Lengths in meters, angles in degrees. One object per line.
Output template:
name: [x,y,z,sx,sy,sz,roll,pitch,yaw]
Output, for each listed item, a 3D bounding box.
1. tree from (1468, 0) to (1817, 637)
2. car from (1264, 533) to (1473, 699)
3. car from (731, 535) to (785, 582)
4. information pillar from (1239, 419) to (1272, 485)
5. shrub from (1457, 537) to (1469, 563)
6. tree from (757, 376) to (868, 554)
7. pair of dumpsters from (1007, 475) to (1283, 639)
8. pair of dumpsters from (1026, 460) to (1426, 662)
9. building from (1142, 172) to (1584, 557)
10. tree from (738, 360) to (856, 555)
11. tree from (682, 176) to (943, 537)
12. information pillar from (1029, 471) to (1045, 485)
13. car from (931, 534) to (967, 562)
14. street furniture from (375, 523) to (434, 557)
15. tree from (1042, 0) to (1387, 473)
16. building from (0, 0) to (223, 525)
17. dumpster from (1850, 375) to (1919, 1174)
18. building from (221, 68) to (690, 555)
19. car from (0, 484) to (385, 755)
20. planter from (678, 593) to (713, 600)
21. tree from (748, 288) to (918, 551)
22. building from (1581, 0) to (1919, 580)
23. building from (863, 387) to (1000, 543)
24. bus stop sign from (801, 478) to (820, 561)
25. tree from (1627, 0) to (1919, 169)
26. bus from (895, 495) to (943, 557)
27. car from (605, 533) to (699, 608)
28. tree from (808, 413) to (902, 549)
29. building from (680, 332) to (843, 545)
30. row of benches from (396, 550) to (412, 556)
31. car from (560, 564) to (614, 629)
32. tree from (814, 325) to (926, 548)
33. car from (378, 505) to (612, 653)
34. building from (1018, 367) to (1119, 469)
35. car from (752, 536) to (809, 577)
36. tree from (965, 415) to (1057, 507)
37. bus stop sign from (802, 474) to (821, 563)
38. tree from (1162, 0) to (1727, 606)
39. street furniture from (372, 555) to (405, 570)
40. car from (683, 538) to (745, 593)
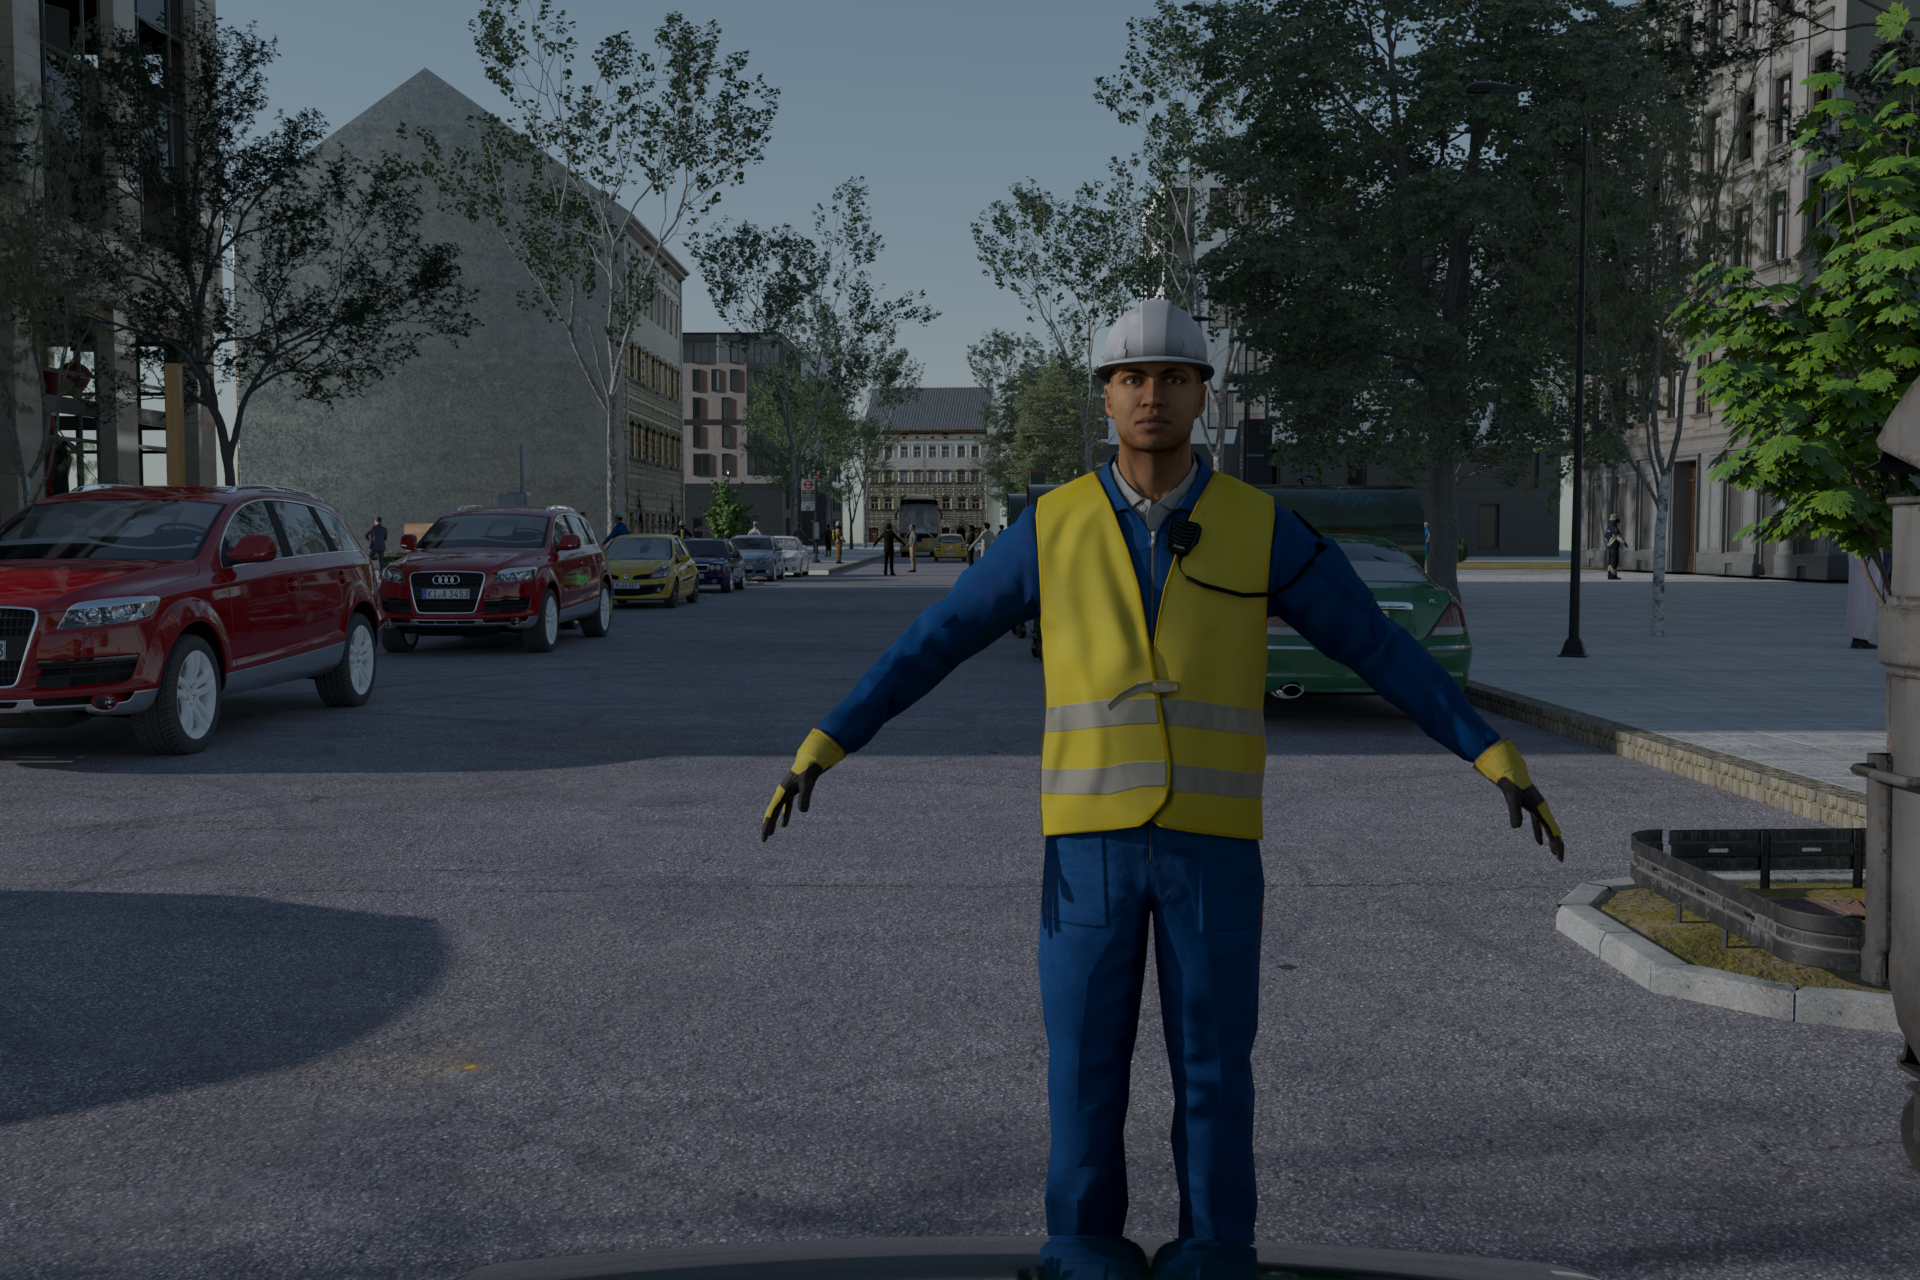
tree: [8.729,-4.332,21.188,4.360,8.622,3.978,0,3,0]
car: [2.860,-0.178,14.703,2.131,1.459,4.920,0,4,-1]
car: [-6.431,-2.545,53.616,2.014,1.417,4.499,0,4,0]
information pillar: [6.680,-3.048,39.205,0.750,3.857,0.750,0,3,0]
shrub: [22.297,-4.062,77.526,1.383,1.207,1.383,0,3,0]
tree: [-9.657,-11.515,114.019,9.928,11.665,9.643,0,3,0]
pair of dumpsters: [2.834,-1.178,24.215,4.436,2.255,1.574,0,4,-1]
pair of dumpsters: [2.931,-0.903,19.718,4.436,2.255,1.574,0,4,-1]
building: [25.641,-16.534,114.308,27.936,21.610,32.646,0,3,0]
tree: [-9.822,-10.939,104.613,9.928,11.665,9.643,0,3,0]
tree: [-7.787,-14.409,91.476,12.611,20.169,13.585,0,3,0]
information pillar: [3.208,-5.044,71.852,0.750,3.857,0.750,0,3,0]
car: [-0.510,-4.914,90.562,2.015,1.641,3.980,0,4,-1]
street furniture: [-22.514,-4.193,75.403,11.010,1.723,9.812,-3,4,-37]
tree: [9.050,-12.513,60.479,12.611,20.169,13.585,0,3,0]
building: [-30.718,-15.984,27.557,22.709,31.103,35.509,0,4,1]
dumpster: [2.884,0.299,3.327,1.865,1.857,1.264,0,4,-1]
building: [-25.255,-15.921,91.240,19.493,23.208,18.063,0,4,-1]
car: [-5.974,-0.259,12.911,2.281,1.827,5.304,0,4,0]
planter: [-6.550,-1.057,38.429,1.991,0.319,1.994,0,3,0]
tree: [-9.473,-16.760,129.913,12.611,20.169,13.585,0,3,0]
building: [26.993,-12.521,52.942,9.793,21.092,18.267,0,4,0]
building: [-3.927,-25.961,257.847,18.063,23.208,19.493,0,4,7]
bus stop sign: [-6.978,-5.646,81.014,0.855,3.939,0.416,0,4,0]
tree: [8.846,-4.714,11.489,8.767,10.594,7.601,2,4,25]
bus: [-2.532,-7.340,111.562,2.896,3.916,12.252,0,4,0]
car: [-6.326,-1.498,34.721,2.015,1.641,3.980,0,4,0]
tree: [-8.973,-13.408,144.982,9.928,11.665,9.643,0,3,0]
building: [-28.278,-21.273,191.787,27.936,21.610,32.646,0,4,1]
row of benches: [-20.078,-3.232,68.308,4.104,0.672,1.422,-1,4,-15]
car: [-6.599,-1.077,27.204,1.945,1.707,3.694,0,4,0]
tree: [-10.221,-18.523,158.746,12.611,20.169,13.585,0,3,0]
car: [-5.945,-0.854,22.633,2.281,1.827,5.304,0,4,0]
building: [21.517,-23.514,228.421,27.936,21.610,32.646,0,4,0]
car: [-6.180,-2.847,58.913,2.083,1.381,4.827,0,4,0]
tree: [5.626,-15.490,163.637,12.009,13.543,11.850,0,3,0]
bus stop sign: [-6.601,-5.404,77.052,0.855,3.939,0.416,0,4,0]
tree: [8.568,-7.590,30.748,9.857,13.997,8.962,0,3,0]
street furniture: [-19.531,-2.924,63.434,10.072,0.657,5.734,-1,4,-8]
car: [-6.411,-1.881,43.342,1.945,1.354,3.894,0,3,0]
